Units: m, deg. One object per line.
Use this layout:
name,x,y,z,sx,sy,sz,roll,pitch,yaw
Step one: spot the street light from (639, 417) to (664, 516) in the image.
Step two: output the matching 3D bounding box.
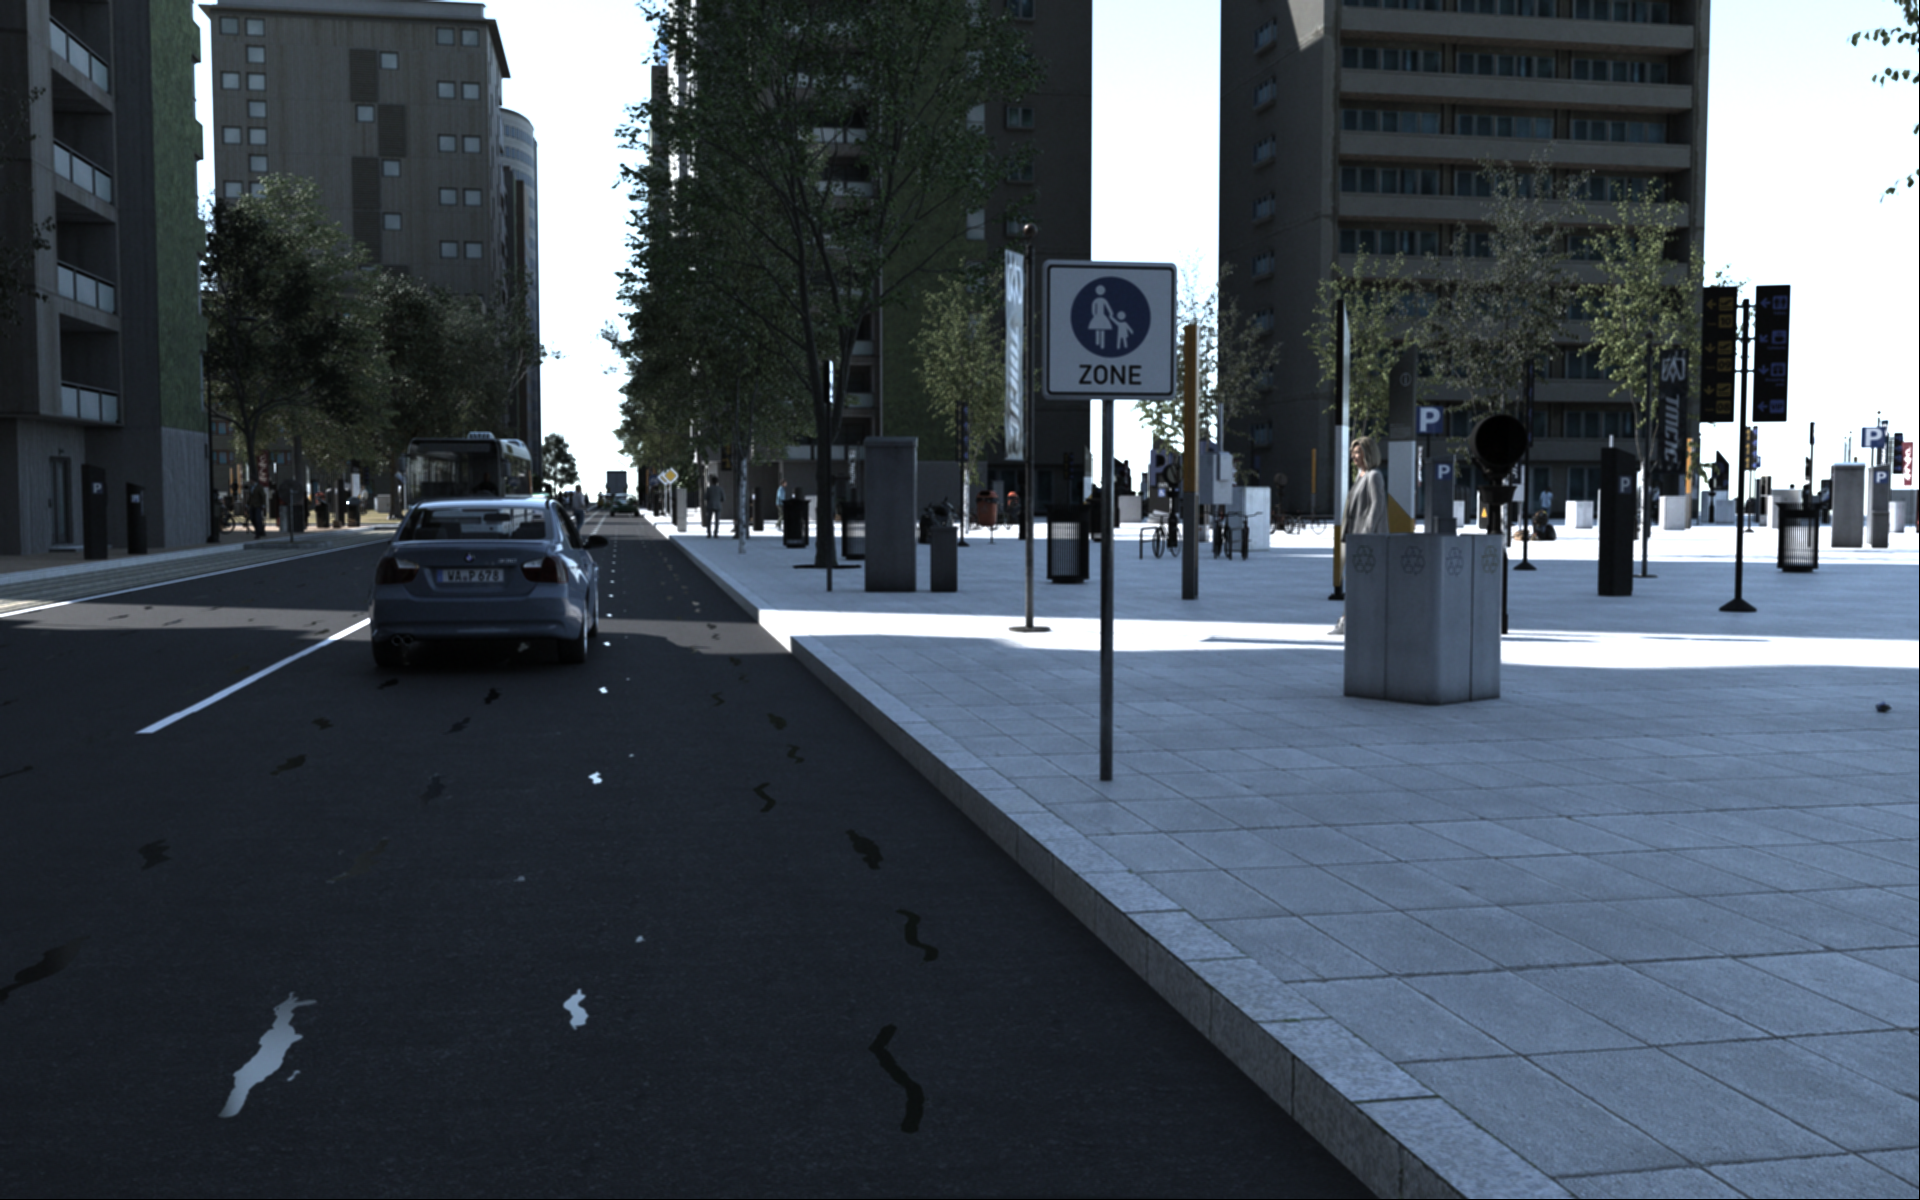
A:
street light,-18.306,-7.984,103.073,1.470,5.913,1.316,-1,4,-11

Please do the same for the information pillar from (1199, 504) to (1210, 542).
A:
information pillar,6.494,-2.561,46.371,0.304,2.012,0.304,2,4,29

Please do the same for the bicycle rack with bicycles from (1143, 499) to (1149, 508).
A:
bicycle rack with bicycles,12.392,-6.167,114.217,2.925,0.926,2.852,2,4,25

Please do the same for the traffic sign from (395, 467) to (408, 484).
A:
traffic sign,-22.379,-4.136,69.814,0.795,2.593,0.064,-1,4,-11

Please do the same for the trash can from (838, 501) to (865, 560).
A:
trash can,-2.009,-1.357,33.835,0.748,1.137,0.748,0,3,0

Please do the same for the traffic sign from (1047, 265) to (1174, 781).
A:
traffic sign,0.655,-0.341,7.699,0.606,2.300,0.079,-1,4,-9

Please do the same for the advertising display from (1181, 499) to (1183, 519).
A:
advertising display,11.467,-5.200,90.228,0.974,1.923,0.123,2,4,33

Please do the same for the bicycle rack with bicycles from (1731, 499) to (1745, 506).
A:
bicycle rack with bicycles,52.393,-6.387,117.804,2.925,0.926,2.852,0,4,0

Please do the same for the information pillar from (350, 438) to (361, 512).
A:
information pillar,-24.454,-4.813,70.047,0.183,3.616,0.504,1,4,16

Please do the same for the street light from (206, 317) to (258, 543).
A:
street light,-19.084,-4.457,45.408,1.470,5.913,1.316,-1,4,-11

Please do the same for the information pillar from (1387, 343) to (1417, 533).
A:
information pillar,6.932,-2.188,27.136,0.183,3.616,0.504,-3,4,-36

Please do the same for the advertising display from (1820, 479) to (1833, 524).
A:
advertising display,37.348,-4.249,74.679,0.123,1.923,0.974,0,4,4

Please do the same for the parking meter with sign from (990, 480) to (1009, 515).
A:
parking meter with sign,2.024,-5.951,93.562,1.738,3.016,0.543,-1,4,-16

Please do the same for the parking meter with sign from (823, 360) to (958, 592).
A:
parking meter with sign,-0.897,-1.621,22.758,1.738,3.016,0.543,0,4,1

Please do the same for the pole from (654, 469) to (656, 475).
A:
pole,-22.784,-8.273,129.109,0.158,3.312,0.155,0,3,0

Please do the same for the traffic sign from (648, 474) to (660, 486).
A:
traffic sign,-19.801,-6.856,112.205,0.768,2.556,0.104,0,4,-7

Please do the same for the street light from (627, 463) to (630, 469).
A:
street light,-37.999,-14.105,203.162,1.470,5.913,1.316,-1,4,-11

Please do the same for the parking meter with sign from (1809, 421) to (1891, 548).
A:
parking meter with sign,21.214,-2.755,41.309,1.738,3.016,0.543,2,4,30

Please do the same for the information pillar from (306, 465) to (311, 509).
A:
information pillar,-51.870,-8.966,137.945,0.504,3.616,0.183,3,4,37

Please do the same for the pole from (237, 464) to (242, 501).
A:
pole,-49.278,-7.621,118.448,0.158,3.312,0.155,0,3,0

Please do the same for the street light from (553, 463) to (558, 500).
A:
street light,-61.235,-17.584,260.041,1.470,5.913,1.316,-1,4,-11

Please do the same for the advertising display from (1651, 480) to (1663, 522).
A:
advertising display,31.583,-4.482,78.491,0.123,1.923,0.974,0,4,0

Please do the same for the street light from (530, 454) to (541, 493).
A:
street light,-50.017,-14.077,202.694,1.470,5.913,1.316,-1,4,-11

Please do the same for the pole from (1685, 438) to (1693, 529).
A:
pole,26.666,-4.251,63.350,0.158,3.312,0.155,0,3,0

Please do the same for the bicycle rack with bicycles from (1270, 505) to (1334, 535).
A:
bicycle rack with bicycles,10.525,-2.572,55.441,2.925,0.926,2.852,-3,4,-38

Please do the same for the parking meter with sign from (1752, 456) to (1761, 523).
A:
parking meter with sign,36.150,-4.997,77.965,0.543,3.016,1.738,0,4,-2

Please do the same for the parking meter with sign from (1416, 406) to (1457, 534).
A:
parking meter with sign,9.238,-2.275,33.453,0.543,3.016,1.738,0,4,2

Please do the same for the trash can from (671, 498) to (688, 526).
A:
trash can,-11.322,-3.563,69.907,0.748,1.137,0.748,0,3,0

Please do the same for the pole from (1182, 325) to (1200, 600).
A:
pole,2.805,-1.662,21.016,0.158,3.312,0.155,0,3,0

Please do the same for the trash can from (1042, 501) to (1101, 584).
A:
trash can,1.556,-0.811,24.917,0.748,1.137,0.748,0,3,0

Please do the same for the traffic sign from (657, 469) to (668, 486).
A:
traffic sign,-13.519,-4.739,79.665,0.795,2.593,0.064,-1,4,-11

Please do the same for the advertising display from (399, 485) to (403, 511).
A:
advertising display,-40.691,-7.386,125.980,0.123,1.923,0.974,-2,4,-29

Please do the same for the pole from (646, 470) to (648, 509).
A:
pole,-25.987,-9.183,143.982,0.158,3.312,0.155,0,3,0

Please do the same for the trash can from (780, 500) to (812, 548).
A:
trash can,-3.900,-1.806,41.174,0.748,1.137,0.748,0,3,0

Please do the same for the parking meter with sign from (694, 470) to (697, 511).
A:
parking meter with sign,-17.107,-7.413,117.471,1.738,3.016,0.543,0,4,4

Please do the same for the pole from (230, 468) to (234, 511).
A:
pole,-56.605,-8.613,134.661,0.158,3.312,0.155,0,3,0

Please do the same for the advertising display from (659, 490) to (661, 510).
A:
advertising display,-23.699,-8.043,136.716,0.123,1.923,0.974,-2,4,-27

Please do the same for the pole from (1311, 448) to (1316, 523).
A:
pole,15.826,-5.117,77.503,0.158,3.312,0.155,0,3,0

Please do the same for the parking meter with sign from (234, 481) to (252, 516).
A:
parking meter with sign,-41.360,-6.393,100.788,1.738,3.016,0.543,0,4,7

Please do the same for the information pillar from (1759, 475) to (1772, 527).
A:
information pillar,31.770,-3.903,68.302,0.304,2.012,0.304,-2,4,-27

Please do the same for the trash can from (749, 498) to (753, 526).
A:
trash can,-8.262,-3.538,69.492,0.748,1.137,0.748,0,3,0

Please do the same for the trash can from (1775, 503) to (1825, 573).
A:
trash can,13.788,-1.029,28.481,0.748,1.137,0.748,0,3,0

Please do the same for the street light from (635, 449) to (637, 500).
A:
street light,-23.155,-9.495,127.780,1.470,5.913,1.316,-1,4,-11

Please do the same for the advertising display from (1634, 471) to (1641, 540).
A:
advertising display,18.895,-2.637,48.325,0.123,1.923,0.974,2,4,30

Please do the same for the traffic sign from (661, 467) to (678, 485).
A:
traffic sign,-11.979,-4.259,71.830,0.795,2.593,0.064,-1,4,-11

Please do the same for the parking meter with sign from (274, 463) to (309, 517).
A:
parking meter with sign,-37.606,-6.192,97.499,1.738,3.016,0.543,-2,4,-27

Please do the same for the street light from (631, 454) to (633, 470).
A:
street light,-28.069,-11.050,153.207,1.470,5.913,1.316,-1,4,-11

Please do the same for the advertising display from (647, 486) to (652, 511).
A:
advertising display,-23.739,-7.779,132.403,0.123,1.923,0.974,0,4,2

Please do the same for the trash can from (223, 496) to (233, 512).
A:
trash can,-53.284,-7.002,126.130,0.748,1.137,0.748,0,3,0

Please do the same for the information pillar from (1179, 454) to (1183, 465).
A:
information pillar,12.064,-6.332,94.884,0.504,3.616,0.183,2,4,27

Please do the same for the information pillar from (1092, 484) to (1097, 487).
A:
information pillar,9.583,-7.283,123.566,0.304,2.012,0.304,1,4,11

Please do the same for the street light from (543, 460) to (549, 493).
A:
street light,-56.187,-15.991,233.989,1.470,5.913,1.316,-1,4,-11

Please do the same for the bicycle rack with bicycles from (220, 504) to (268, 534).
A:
bicycle rack with bicycles,-24.106,-2.561,55.254,2.925,0.926,2.852,0,4,7

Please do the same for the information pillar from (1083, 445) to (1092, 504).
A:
information pillar,6.092,-5.591,82.770,0.504,3.616,0.183,-3,4,-37

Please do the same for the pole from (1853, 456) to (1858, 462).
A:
pole,48.472,-6.114,93.814,0.158,3.312,0.155,0,3,0

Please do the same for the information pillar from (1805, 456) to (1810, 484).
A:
information pillar,51.450,-6.956,105.089,0.183,3.616,0.504,-1,4,-20

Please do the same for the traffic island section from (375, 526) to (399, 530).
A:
traffic island section,-22.400,-2.911,69.877,2.009,0.180,2.903,-1,4,-11

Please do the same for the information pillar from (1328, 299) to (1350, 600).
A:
information pillar,4.642,-1.817,21.059,0.183,3.616,0.504,1,4,22

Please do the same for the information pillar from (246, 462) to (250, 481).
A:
information pillar,-51.660,-8.220,125.753,0.183,3.616,0.504,-3,5,-42

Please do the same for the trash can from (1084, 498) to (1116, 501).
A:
trash can,3.816,-2.132,46.517,0.748,1.137,0.748,0,3,0
